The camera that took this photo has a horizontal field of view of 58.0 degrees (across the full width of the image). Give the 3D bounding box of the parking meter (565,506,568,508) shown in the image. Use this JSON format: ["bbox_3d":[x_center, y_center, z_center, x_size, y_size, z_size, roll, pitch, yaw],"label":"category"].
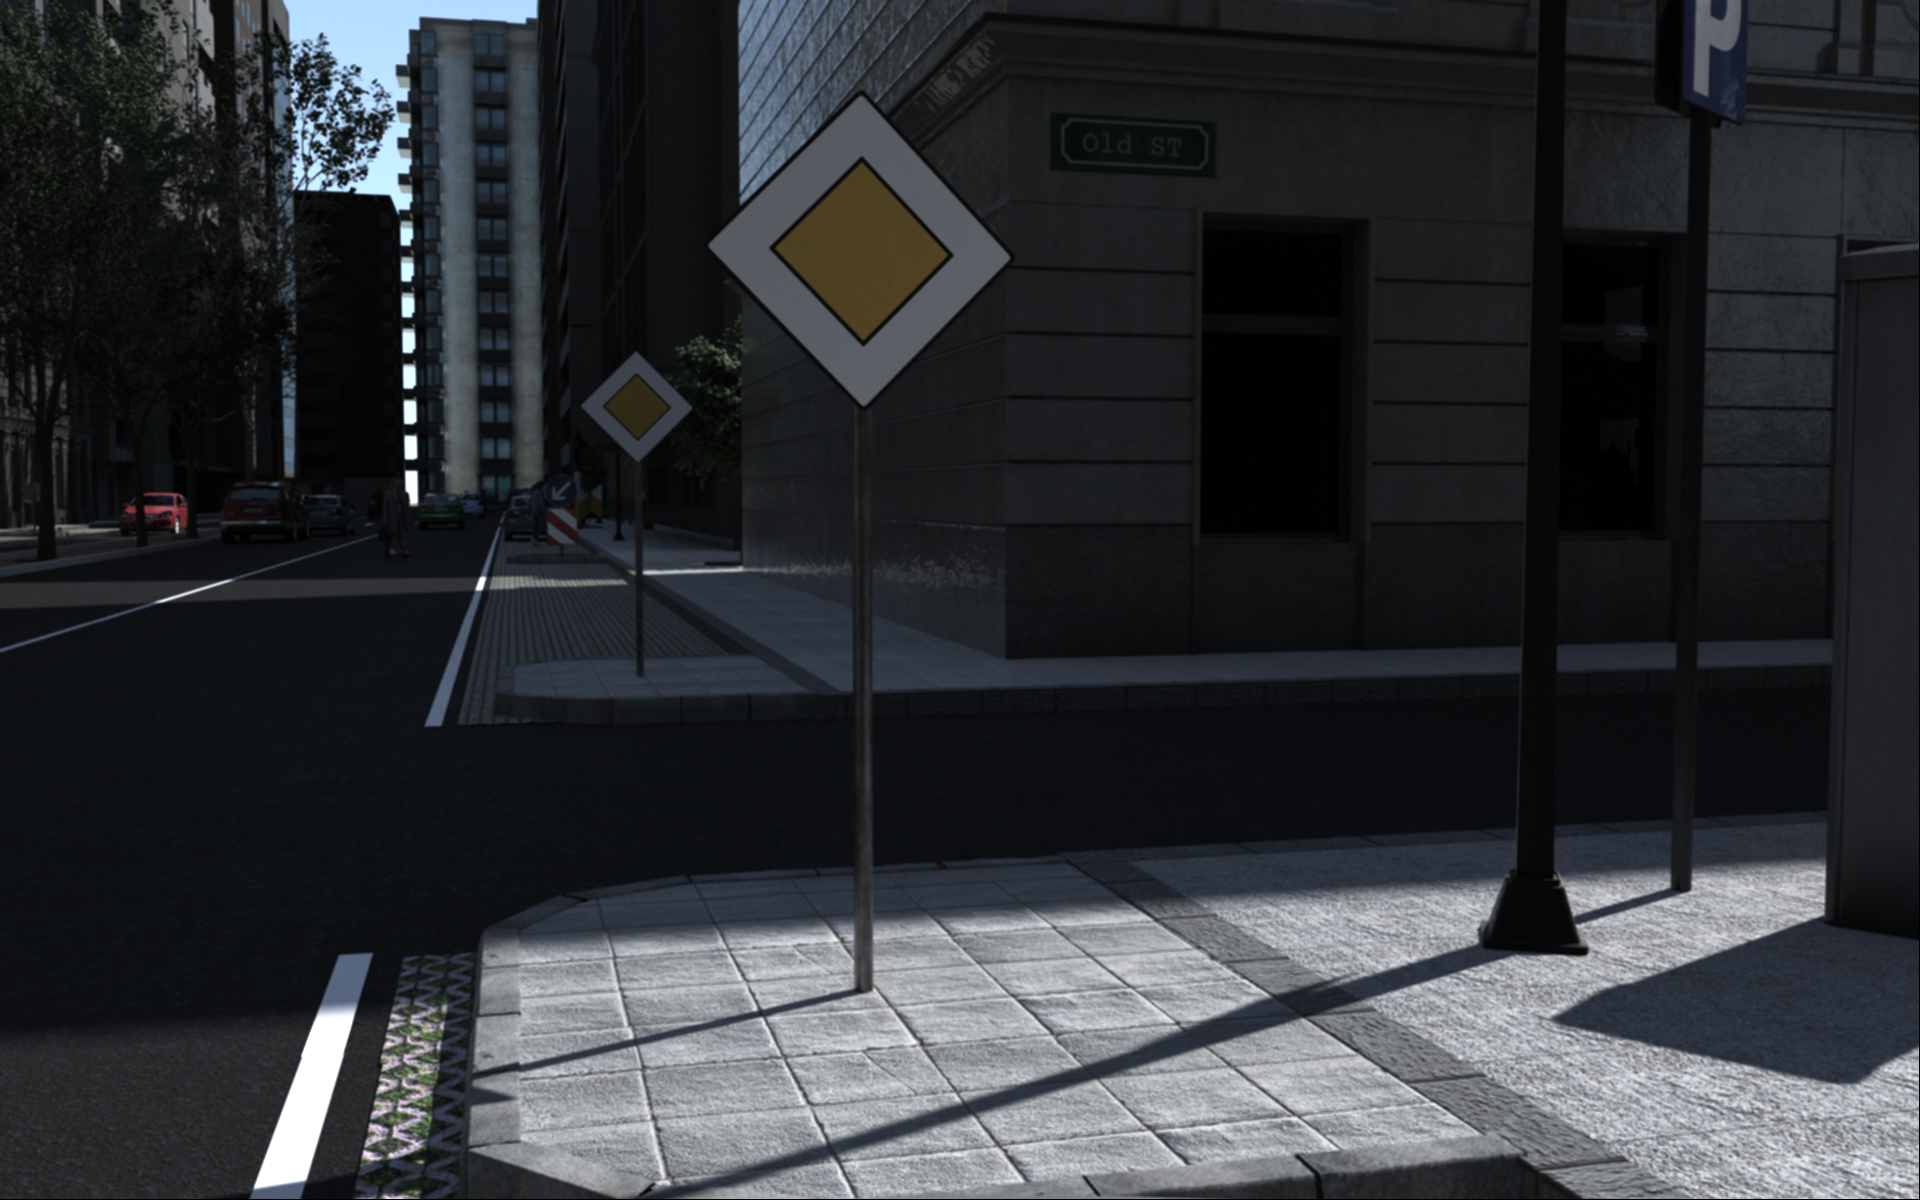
[{"bbox_3d":[-17.619,-4.416,77.918,0.255,1.863,0.399,-1,4,-18],"label":"parking meter"}]

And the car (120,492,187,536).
[{"bbox_3d":[-28.272,-3.179,61.014,2.155,1.783,4.494,-1,4,-14],"label":"car"}]

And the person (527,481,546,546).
[{"bbox_3d":[-11.542,-2.347,47.223,0.444,1.785,0.601,-3,5,-40],"label":"person"}]

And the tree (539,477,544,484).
[{"bbox_3d":[-38.455,-10.151,160.571,1.663,3.219,1.824,0,3,0],"label":"tree"}]

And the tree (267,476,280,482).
[{"bbox_3d":[-55.149,-8.806,138.580,1.663,3.219,1.824,0,3,0],"label":"tree"}]

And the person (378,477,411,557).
[{"bbox_3d":[-12.759,-1.870,39.178,0.694,1.812,0.767,-3,5,-44],"label":"person"}]

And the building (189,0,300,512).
[{"bbox_3d":[-63.942,-30.244,144.596,14.200,45.320,14.600,-1,4,-14],"label":"building"}]

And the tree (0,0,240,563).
[{"bbox_3d":[-19.131,-6.598,36.098,9.928,11.665,9.643,0,3,0],"label":"tree"}]

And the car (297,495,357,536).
[{"bbox_3d":[-22.115,-2.956,60.328,2.014,1.417,4.499,-1,4,-15],"label":"car"}]

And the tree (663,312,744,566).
[{"bbox_3d":[-4.004,-2.931,31.635,4.285,4.588,4.351,0,3,0],"label":"tree"}]

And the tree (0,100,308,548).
[{"bbox_3d":[-21.342,-6.620,45.107,8.767,10.594,7.601,-1,4,-14],"label":"tree"}]

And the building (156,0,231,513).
[{"bbox_3d":[-60.275,-31.403,102.673,28.713,52.752,27.495,-1,4,-14],"label":"building"}]

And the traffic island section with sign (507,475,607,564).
[{"bbox_3d":[-8.419,-1.677,36.042,1.989,1.847,2.006,-1,4,-14],"label":"traffic island section with sign"}]

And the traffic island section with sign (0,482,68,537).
[{"bbox_3d":[-31.288,-3.044,58.393,1.989,1.847,2.006,-1,4,-14],"label":"traffic island section with sign"}]

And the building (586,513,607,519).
[{"bbox_3d":[-12.648,-29.257,102.047,21.300,48.544,21.600,-1,4,-14],"label":"building"}]

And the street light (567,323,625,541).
[{"bbox_3d":[-9.900,-4.571,47.279,1.470,5.913,1.316,-1,4,-14],"label":"street light"}]

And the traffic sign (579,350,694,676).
[{"bbox_3d":[-2.257,-0.520,12.145,0.795,2.450,0.064,-1,4,-14],"label":"traffic sign"}]

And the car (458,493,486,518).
[{"bbox_3d":[-29.733,-5.832,104.948,1.945,1.707,3.694,-1,4,-15],"label":"car"}]

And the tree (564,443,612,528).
[{"bbox_3d":[-14.251,-4.358,65.860,1.663,3.219,1.824,0,3,0],"label":"tree"}]

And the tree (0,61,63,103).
[{"bbox_3d":[-17.203,-5.542,27.489,8.767,10.594,7.601,-1,4,-14],"label":"tree"}]

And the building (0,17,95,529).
[{"bbox_3d":[-40.528,-13.268,66.089,9.793,20.994,18.267,-1,4,-14],"label":"building"}]

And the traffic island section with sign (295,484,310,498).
[{"bbox_3d":[-31.191,-4.518,82.012,2.006,1.907,1.989,-1,4,-14],"label":"traffic island section with sign"}]

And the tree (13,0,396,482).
[{"bbox_3d":[-28.383,-12.701,66.003,12.611,20.169,13.585,0,3,0],"label":"tree"}]

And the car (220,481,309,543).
[{"bbox_3d":[-21.027,-2.680,52.499,2.281,1.827,5.304,-1,4,-14],"label":"car"}]

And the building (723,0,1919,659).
[{"bbox_3d":[19.127,-15.235,25.503,44.131,29.872,17.030,-1,4,-14],"label":"building"}]

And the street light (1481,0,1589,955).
[{"bbox_3d":[1.122,-1.965,4.671,1.470,5.913,1.316,-1,4,-14],"label":"street light"}]

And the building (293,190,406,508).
[{"bbox_3d":[-61.522,-24.219,167.676,14.107,30.474,14.160,-1,4,-14],"label":"building"}]

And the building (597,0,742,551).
[{"bbox_3d":[-2.906,-15.730,50.691,14.314,27.812,24.014,-1,4,-14],"label":"building"}]

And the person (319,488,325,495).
[{"bbox_3d":[-33.753,-5.054,91.795,0.551,1.740,0.621,-2,4,-23],"label":"person"}]

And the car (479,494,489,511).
[{"bbox_3d":[-40.522,-8.143,145.145,2.014,1.417,4.499,-1,4,-14],"label":"car"}]

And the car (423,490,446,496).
[{"bbox_3d":[-44.982,-8.574,148.864,2.281,1.827,5.304,-1,4,-16],"label":"car"}]

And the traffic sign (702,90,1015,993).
[{"bbox_3d":[-0.252,-0.047,4.415,0.795,2.450,0.064,-1,4,-14],"label":"traffic sign"}]

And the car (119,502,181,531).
[{"bbox_3d":[-31.480,-3.351,67.363,1.945,1.354,3.894,-1,4,-14],"label":"car"}]

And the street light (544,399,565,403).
[{"bbox_3d":[-19.713,-6.892,85.224,1.470,5.913,1.316,-1,4,-14],"label":"street light"}]

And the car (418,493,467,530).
[{"bbox_3d":[-21.242,-3.805,71.013,1.959,1.807,4.718,-1,4,-15],"label":"car"}]

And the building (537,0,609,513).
[{"bbox_3d":[-25.263,-32.202,150.201,21.300,48.544,21.600,-1,4,-14],"label":"building"}]

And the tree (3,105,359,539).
[{"bbox_3d":[-24.314,-8.663,54.462,12.009,13.543,11.850,0,3,0],"label":"tree"}]

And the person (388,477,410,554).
[{"bbox_3d":[-13.486,-2.018,41.463,0.573,1.828,0.580,0,4,-1],"label":"person"}]

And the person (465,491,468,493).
[{"bbox_3d":[-44.435,-8.947,155.576,0.721,1.735,1.217,1,4,12],"label":"person"}]

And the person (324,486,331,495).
[{"bbox_3d":[-28.383,-4.219,77.662,0.709,1.800,0.728,3,4,37],"label":"person"}]

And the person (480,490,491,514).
[{"bbox_3d":[-34.390,-7.096,125.239,0.721,1.735,1.217,2,4,33],"label":"person"}]

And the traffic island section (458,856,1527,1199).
[{"bbox_3d":[-0.231,1.088,4.498,2.009,0.180,2.903,-1,4,-14],"label":"traffic island section"}]

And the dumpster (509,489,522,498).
[{"bbox_3d":[-37.429,-8.506,147.281,1.865,1.857,1.264,-1,4,-15],"label":"dumpster"}]

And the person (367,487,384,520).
[{"bbox_3d":[-32.060,-5.328,95.640,1.348,1.821,0.705,-1,4,-23],"label":"person"}]

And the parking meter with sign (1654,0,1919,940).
[{"bbox_3d":[2.942,-0.532,4.963,1.738,3.016,0.543,3,5,43],"label":"parking meter with sign"}]

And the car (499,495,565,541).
[{"bbox_3d":[-13.253,-2.553,53.747,2.014,1.417,4.499,-1,4,-14],"label":"car"}]

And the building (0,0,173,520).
[{"bbox_3d":[-47.935,-24.537,84.779,14.154,41.232,14.086,-1,4,-14],"label":"building"}]

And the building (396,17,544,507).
[{"bbox_3d":[-41.270,-34.138,177.764,30.456,49.044,23.786,-1,4,-14],"label":"building"}]

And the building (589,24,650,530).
[{"bbox_3d":[-8.974,-16.963,74.616,12.463,27.353,25.104,-1,4,-14],"label":"building"}]

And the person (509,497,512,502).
[{"bbox_3d":[-19.368,-3.814,75.145,0.394,1.301,0.425,-1,4,-17],"label":"person"}]

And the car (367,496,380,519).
[{"bbox_3d":[-33.634,-5.418,101.157,1.945,1.354,3.894,-1,4,-16],"label":"car"}]

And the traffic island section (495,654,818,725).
[{"bbox_3d":[-2.236,0.615,12.228,2.009,0.180,2.903,-1,4,-14],"label":"traffic island section"}]
